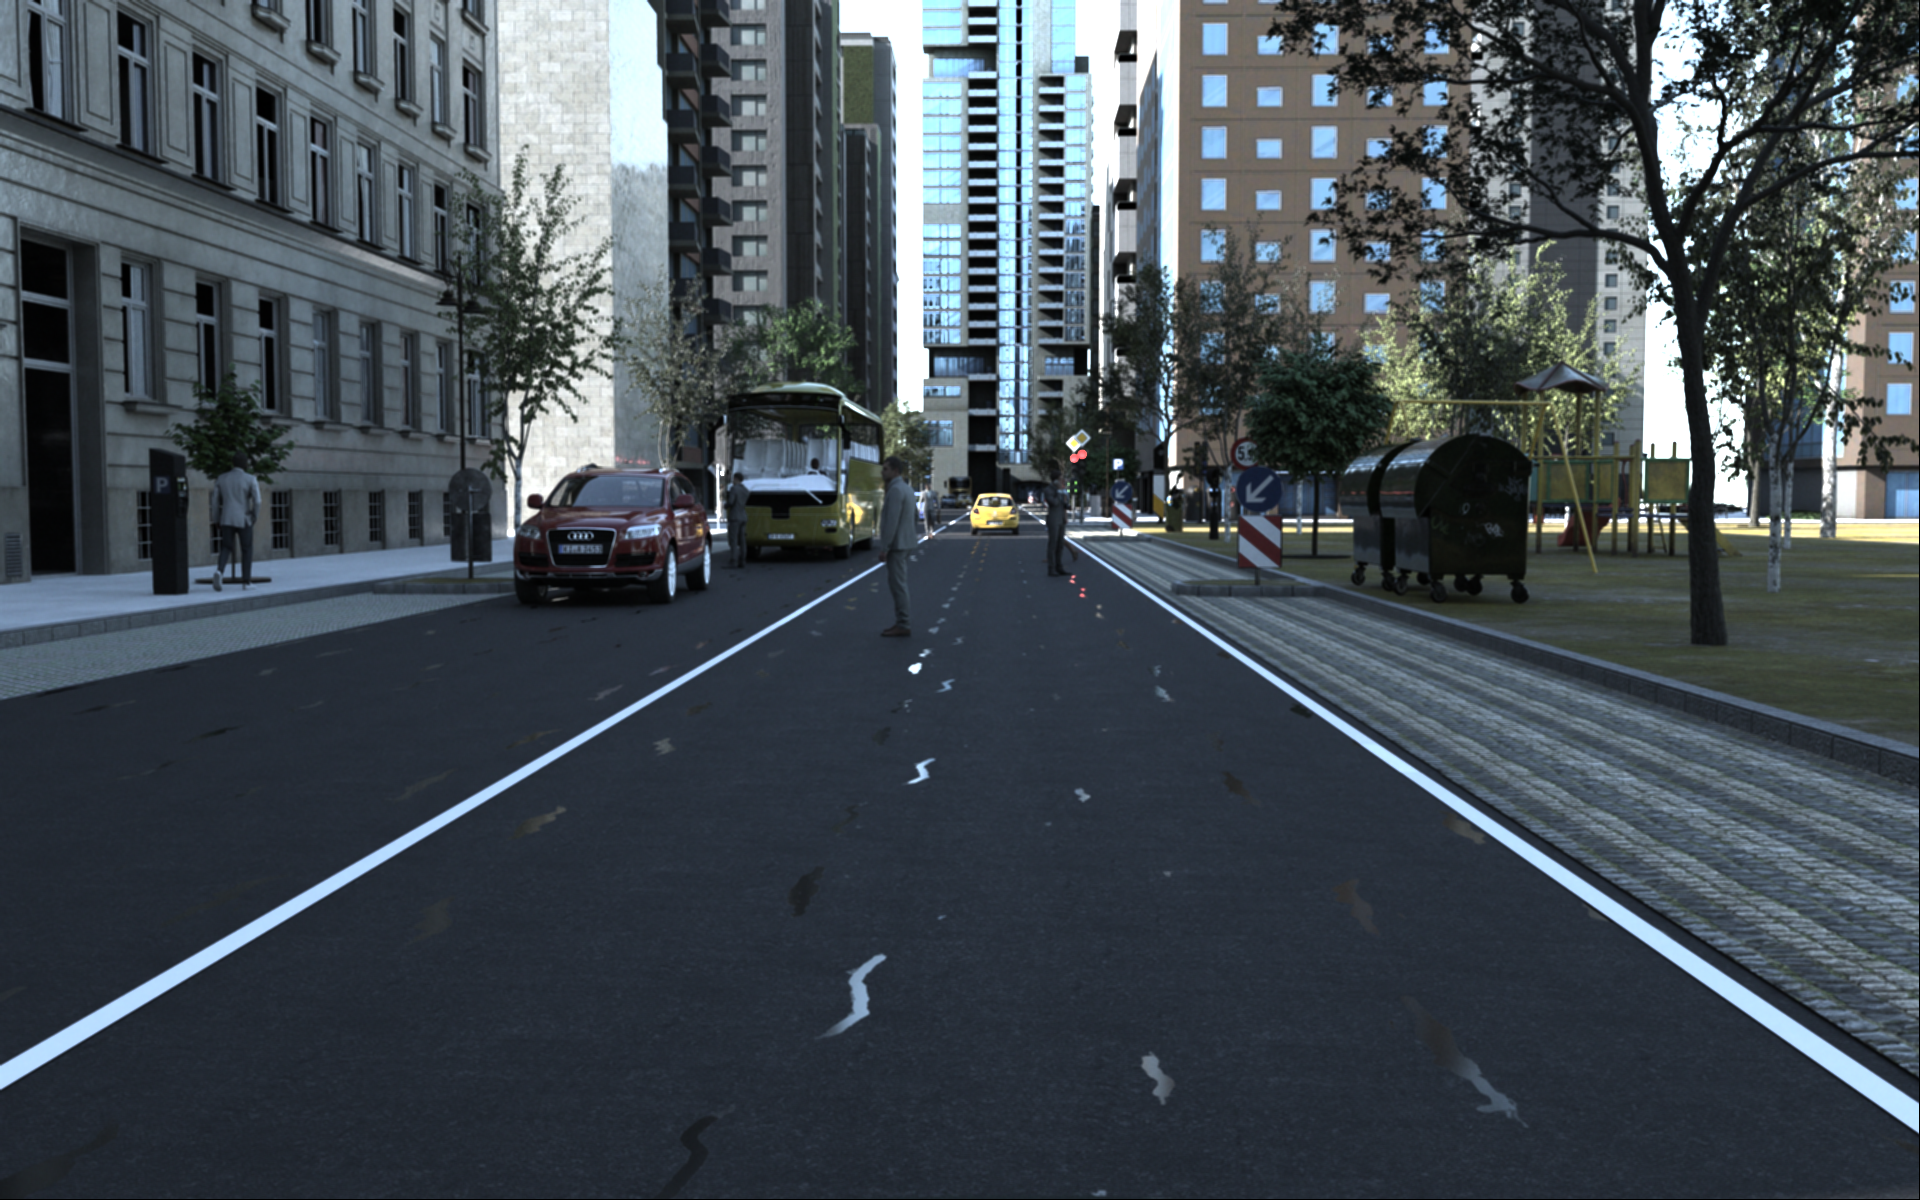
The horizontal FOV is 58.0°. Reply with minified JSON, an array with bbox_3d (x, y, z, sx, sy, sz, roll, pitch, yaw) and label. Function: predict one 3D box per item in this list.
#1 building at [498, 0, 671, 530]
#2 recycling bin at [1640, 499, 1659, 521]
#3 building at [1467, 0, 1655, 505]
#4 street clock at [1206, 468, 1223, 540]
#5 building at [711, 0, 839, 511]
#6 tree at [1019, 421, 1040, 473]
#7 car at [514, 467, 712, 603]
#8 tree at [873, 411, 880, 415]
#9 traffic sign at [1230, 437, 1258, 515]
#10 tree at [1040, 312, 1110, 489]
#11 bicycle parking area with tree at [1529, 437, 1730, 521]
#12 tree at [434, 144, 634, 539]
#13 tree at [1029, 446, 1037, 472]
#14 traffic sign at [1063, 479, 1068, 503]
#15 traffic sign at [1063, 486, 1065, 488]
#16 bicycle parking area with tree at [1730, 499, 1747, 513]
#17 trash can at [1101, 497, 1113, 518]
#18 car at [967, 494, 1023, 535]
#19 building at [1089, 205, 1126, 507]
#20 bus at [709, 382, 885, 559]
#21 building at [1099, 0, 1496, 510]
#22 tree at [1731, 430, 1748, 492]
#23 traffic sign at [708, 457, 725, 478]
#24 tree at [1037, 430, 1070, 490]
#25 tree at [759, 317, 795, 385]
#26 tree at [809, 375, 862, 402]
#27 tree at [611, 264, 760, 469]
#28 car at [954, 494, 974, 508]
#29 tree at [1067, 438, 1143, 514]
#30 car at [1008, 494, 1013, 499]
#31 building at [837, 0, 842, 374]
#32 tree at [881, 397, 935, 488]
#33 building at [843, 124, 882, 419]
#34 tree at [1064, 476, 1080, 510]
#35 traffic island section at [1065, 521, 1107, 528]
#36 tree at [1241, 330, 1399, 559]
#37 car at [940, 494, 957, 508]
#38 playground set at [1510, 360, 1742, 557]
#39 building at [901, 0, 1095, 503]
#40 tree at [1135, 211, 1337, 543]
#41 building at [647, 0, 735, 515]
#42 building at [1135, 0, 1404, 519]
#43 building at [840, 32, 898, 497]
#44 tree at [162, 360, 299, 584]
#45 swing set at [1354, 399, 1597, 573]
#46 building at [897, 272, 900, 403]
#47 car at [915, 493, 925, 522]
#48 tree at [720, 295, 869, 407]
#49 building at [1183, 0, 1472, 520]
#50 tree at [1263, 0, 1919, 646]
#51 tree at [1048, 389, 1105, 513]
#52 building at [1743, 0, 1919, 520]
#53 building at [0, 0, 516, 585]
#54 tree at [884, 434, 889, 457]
[{"bbox_3d":[-20.543,-12.947,66.439,16.860,20.320,10.420,0,4,1],"label":"building"},{"bbox_3d":[32.583,-4.237,81.825,0.722,1.027,0.722,2,4,31],"label":"recycling bin"},{"bbox_3d":[72.587,-47.669,217.647,20.611,71.187,20.563,0,4,1],"label":"building"},{"bbox_3d":[7.173,-2.708,48.851,0.471,2.002,0.358,-3,5,-40],"label":"street clock"},{"bbox_3d":[-16.914,-27.478,132.859,14.154,41.232,14.086,0,4,1],"label":"building"},{"bbox_3d":[9.511,-14.005,163.392,7.601,10.594,8.767,2,4,25],"label":"tree"},{"bbox_3d":[-4.775,-0.961,24.380,2.281,1.827,5.304,0,3,0],"label":"car"},{"bbox_3d":[-7.876,-10.408,120.535,4.360,8.622,3.978,0,3,0],"label":"tree"},{"bbox_3d":[6.363,-2.343,38.410,0.768,2.556,0.104,0,4,3],"label":"traffic sign"},{"bbox_3d":[7.788,-8.111,67.025,7.601,10.594,8.767,0,4,-8],"label":"tree"},{"bbox_3d":[36.068,-6.697,96.497,8.231,4.147,9.016,-2,4,-24],"label":"bicycle parking area with tree"},{"bbox_3d":[-9.463,-5.332,37.534,4.737,8.622,4.395,0,3,0],"label":"tree"},{"bbox_3d":[10.868,-16.654,222.654,4.360,8.622,3.978,0,3,0],"label":"tree"},{"bbox_3d":[8.760,-8.648,141.495,0.768,2.556,0.104,0,4,2],"label":"traffic sign"},{"bbox_3d":[9.180,-9.057,148.082,0.884,2.594,0.081,0,4,5],"label":"traffic sign"},{"bbox_3d":[47.601,-7.184,104.467,8.231,4.147,9.016,3,5,45],"label":"bicycle parking area with tree"},{"bbox_3d":[7.881,-4.967,92.858,0.748,1.137,0.748,0,3,0],"label":"trash can"},{"bbox_3d":[1.249,-3.163,61.942,2.015,1.641,3.980,0,4,1],"label":"car"},{"bbox_3d":[20.004,-24.649,174.717,14.160,30.474,14.107,0,4,1],"label":"building"},{"bbox_3d":[-3.518,-3.058,41.550,2.896,3.916,12.252,0,4,2],"label":"bus"},{"bbox_3d":[25.393,-33.616,138.857,28.713,52.752,27.495,0,4,1],"label":"building"},{"bbox_3d":[64.333,-10.274,130.880,11.467,7.101,20.602,0,4,1],"label":"tree"},{"bbox_3d":[-8.537,-3.753,61.094,0.795,2.593,0.064,1,4,9],"label":"traffic sign"},{"bbox_3d":[10.756,-14.501,187.459,4.360,8.622,3.978,0,3,0],"label":"tree"},{"bbox_3d":[-8.996,-7.377,70.976,4.360,8.622,3.978,0,3,0],"label":"tree"},{"bbox_3d":[-8.372,-9.238,101.399,4.360,8.622,3.978,0,3,0],"label":"tree"},{"bbox_3d":[-9.360,-6.495,56.563,4.360,8.622,3.978,0,3,0],"label":"tree"},{"bbox_3d":[0.462,-10.011,173.895,2.015,1.641,3.980,0,4,2],"label":"car"},{"bbox_3d":[8.968,-7.157,100.733,4.285,4.588,4.351,0,3,0],"label":"tree"},{"bbox_3d":[4.550,-10.494,181.361,2.009,1.686,4.222,0,4,2],"label":"car"},{"bbox_3d":[-19.949,-44.619,167.777,20.563,71.187,20.611,0,4,1],"label":"building"},{"bbox_3d":[-6.928,-17.336,201.565,7.486,12.596,7.792,0,3,0],"label":"tree"},{"bbox_3d":[-15.927,-30.723,185.916,14.154,41.232,14.086,0,4,1],"label":"building"},{"bbox_3d":[9.287,-8.877,139.744,1.663,3.219,1.824,0,3,0],"label":"tree"},{"bbox_3d":[5.262,-3.204,74.660,2.009,0.180,2.903,0,4,1],"label":"traffic island section"},{"bbox_3d":[7.152,-3.126,34.828,4.285,4.588,4.351,0,3,0],"label":"tree"},{"bbox_3d":[-1.147,-10.440,182.698,2.014,1.417,4.499,0,4,0],"label":"car"},{"bbox_3d":[13.288,-3.116,37.723,5.302,4.214,5.637,0,4,1],"label":"playground set"},{"bbox_3d":[6.366,-57.554,253.676,31.000,86.520,22.319,0,4,1],"label":"building"},{"bbox_3d":[6.953,-5.821,45.533,4.360,8.622,3.978,0,3,0],"label":"tree"},{"bbox_3d":[-25.157,-27.186,99.113,22.147,44.769,28.867,0,4,1],"label":"building"},{"bbox_3d":[18.519,-28.025,108.322,14.600,45.320,14.200,0,4,1],"label":"building"},{"bbox_3d":[-22.239,-41.479,220.185,28.212,58.520,21.231,0,4,1],"label":"building"},{"bbox_3d":[-10.434,-1.867,25.121,1.663,3.219,1.824,0,3,0],"label":"tree"},{"bbox_3d":[8.486,-1.920,29.006,3.119,2.851,2.862,-1,4,-15],"label":"swing set"},{"bbox_3d":[-21.451,-34.815,261.113,23.993,40.220,32.217,0,4,1],"label":"building"},{"bbox_3d":[-2.489,-4.990,91.184,1.945,1.707,3.694,0,3,0],"label":"car"},{"bbox_3d":[-8.614,-10.151,91.724,9.928,11.665,9.643,0,3,0],"label":"tree"},{"bbox_3d":[17.980,-26.992,91.428,14.200,45.320,14.600,0,4,1],"label":"building"},{"bbox_3d":[6.384,-4.918,14.825,8.767,10.594,7.601,0,4,-6],"label":"tree"},{"bbox_3d":[8.263,-10.355,119.672,4.737,8.622,4.395,0,3,0],"label":"tree"},{"bbox_3d":[51.889,-26.981,91.255,14.200,45.320,14.600,0,4,1],"label":"building"},{"bbox_3d":[-20.537,-12.326,34.819,16.112,22.955,30.059,0,4,1],"label":"building"},{"bbox_3d":[-7.846,-11.898,144.894,4.360,8.622,3.978,0,3,0],"label":"tree"}]
